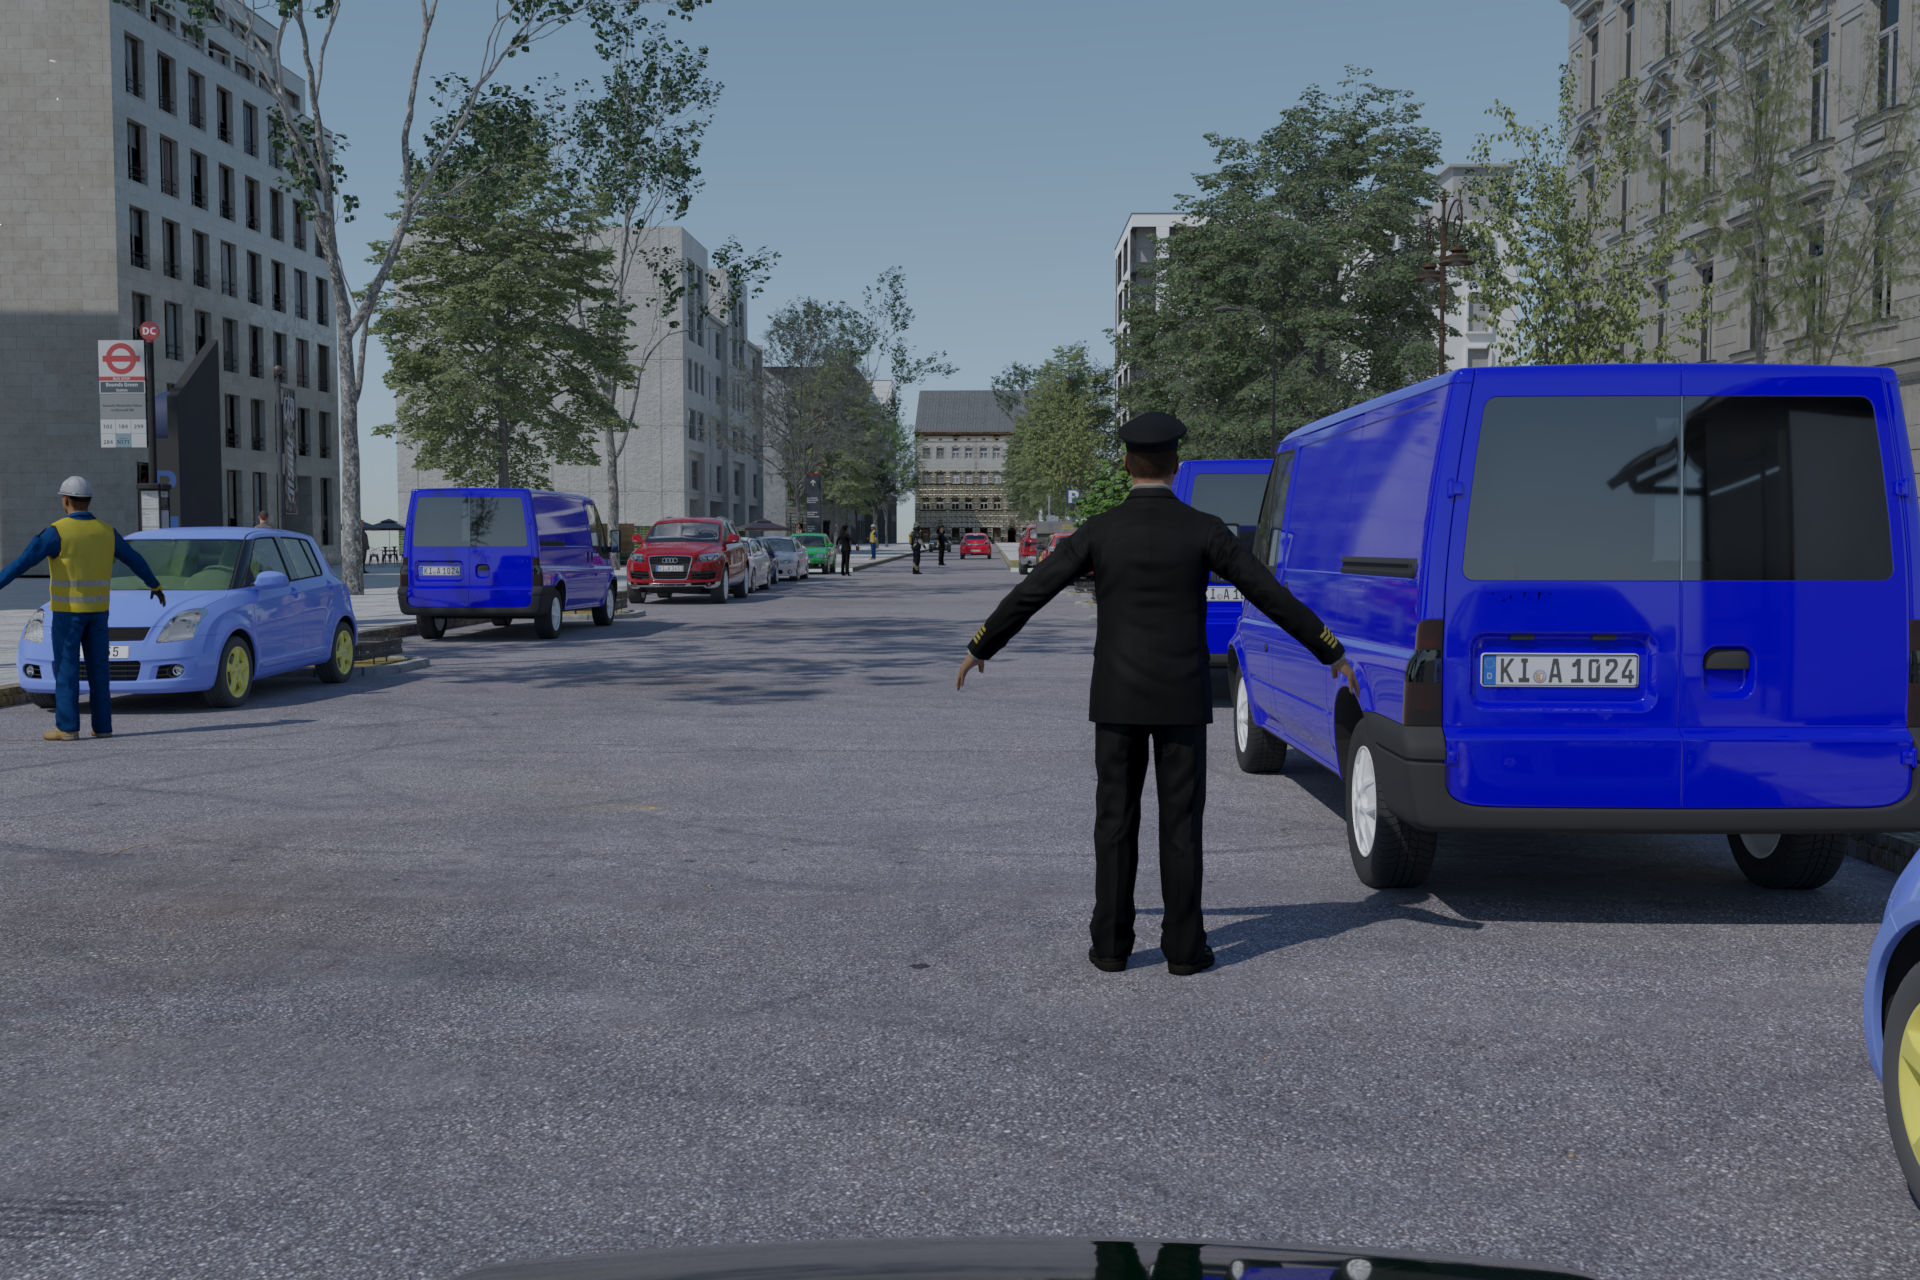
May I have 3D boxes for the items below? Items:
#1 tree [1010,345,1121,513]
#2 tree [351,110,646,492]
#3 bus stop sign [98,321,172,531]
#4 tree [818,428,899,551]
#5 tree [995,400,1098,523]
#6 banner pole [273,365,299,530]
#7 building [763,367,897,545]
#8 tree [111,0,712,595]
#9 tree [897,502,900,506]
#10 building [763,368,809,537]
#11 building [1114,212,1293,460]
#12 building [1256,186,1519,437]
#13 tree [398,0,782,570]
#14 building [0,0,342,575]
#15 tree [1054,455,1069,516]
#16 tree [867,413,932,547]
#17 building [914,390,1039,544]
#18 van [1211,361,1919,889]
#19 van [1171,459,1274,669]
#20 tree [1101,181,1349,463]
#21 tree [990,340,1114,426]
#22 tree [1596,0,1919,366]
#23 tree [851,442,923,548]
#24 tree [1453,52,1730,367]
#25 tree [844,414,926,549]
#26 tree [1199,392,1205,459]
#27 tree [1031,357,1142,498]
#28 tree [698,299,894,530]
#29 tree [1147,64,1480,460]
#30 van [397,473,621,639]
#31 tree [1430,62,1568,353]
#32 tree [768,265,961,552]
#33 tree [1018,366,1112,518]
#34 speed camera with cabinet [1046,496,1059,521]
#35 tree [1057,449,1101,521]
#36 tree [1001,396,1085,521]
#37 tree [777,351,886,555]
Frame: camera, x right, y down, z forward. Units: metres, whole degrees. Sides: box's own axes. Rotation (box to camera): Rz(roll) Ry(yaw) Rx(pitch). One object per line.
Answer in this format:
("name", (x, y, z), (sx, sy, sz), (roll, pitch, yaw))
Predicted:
("tree", (6.454, -11.416, 104.772), (7.486, 12.596, 7.792), (0, 3, 0))
("tree", (-12.310, -7.855, 46.554), (7.486, 12.596, 7.792), (0, 3, 0))
("bus stop sign", (-10.363, -2.024, 21.794), (0.855, 3.939, 0.416), (0, 3, 0))
("tree", (-8.277, -12.226, 134.304), (7.601, 10.594, 8.767), (-2, 4, -32))
("tree", (7.596, -15.236, 155.766), (9.857, 13.997, 8.962), (0, 3, 0))
("banner pole", (-10.121, -2.204, 26.048), (0.401, 3.779, 0.863), (0, 4, 1))
("building", (-23.000, -23.463, 227.587), (27.936, 21.610, 32.646), (0, 4, 1))
("tree", (-11.442, -10.963, 35.141), (12.611, 20.169, 13.585), (0, 3, 0))
("tree", (-10.693, -19.174, 263.859), (4.360, 8.622, 3.978), (0, 3, 0))
("building", (-27.035, -21.904, 189.057), (19.493, 23.208, 18.063), (0, 4, 2))
("building", (25.039, -17.281, 126.519), (27.936, 21.610, 32.646), (0, 4, 1))
("building", (22.467, -14.947, 100.805), (16.016, 20.090, 11.380), (0, 4, 1))
("tree", (-12.589, -12.454, 59.513), (12.611, 20.169, 13.585), (0, 3, 0))
("building", (-29.192, -12.483, 57.984), (10.420, 20.400, 16.860), (0, 4, 1))
("tree", (8.260, -12.028, 147.016), (4.360, 8.622, 3.978), (0, 3, 0))
("tree", (-7.265, -15.831, 169.198), (12.009, 13.543, 11.850), (0, 3, 0))
("building", (2.911, -26.251, 262.596), (18.063, 23.208, 19.493), (0, 4, 3))
("van", (2.586, -0.261, 8.649), (2.240, 2.365, 5.245), (0, 4, 0))
("van", (2.625, -0.743, 16.528), (2.240, 2.365, 5.245), (0, 4, 0))
("tree", (9.828, -9.653, 64.482), (9.857, 13.997, 8.962), (0, 3, 0))
("tree", (9.599, -19.131, 168.687), (12.611, 20.169, 13.585), (0, 3, 0))
("tree", (8.821, -4.216, 19.299), (4.360, 8.622, 3.978), (0, 3, 0))
("tree", (-7.353, -13.526, 155.558), (8.767, 10.594, 7.601), (0, 4, 5))
("tree", (9.697, -4.726, 27.635), (4.737, 8.622, 4.395), (0, 3, 0))
("tree", (-7.035, -13.453, 145.705), (9.928, 11.665, 9.643), (0, 3, 0))
("tree", (11.119, -7.615, 74.869), (4.360, 8.622, 3.978), (0, 3, 0))
("tree", (7.384, -9.553, 90.599), (8.767, 10.594, 7.601), (1, 4, 18))
("tree", (-8.507, -11.061, 91.214), (12.009, 13.543, 11.850), (0, 3, 0))
("tree", (9.639, -8.694, 48.805), (9.857, 13.997, 8.962), (0, 3, 0))
("van", (-6.408, -1.280, 25.317), (2.240, 2.365, 5.245), (0, 4, 1))
("tree", (24.541, -13.040, 69.086), (12.611, 20.169, 13.585), (0, 3, 0))
("tree", (-6.807, -16.274, 121.962), (12.611, 20.169, 13.585), (0, 3, 0))
("tree", (4.740, -7.630, 75.120), (4.737, 8.622, 4.395), (0, 3, 0))
("speed camera with cabinet", (4.553, -5.507, 84.374), (0.660, 3.252, 2.038), (0, 4, 2))
("tree", (7.194, -10.165, 116.558), (4.360, 8.622, 3.978), (0, 3, 0))
("tree", (6.930, -13.444, 137.943), (7.486, 12.596, 7.792), (0, 3, 0))
("tree", (-7.970, -11.573, 107.338), (7.486, 12.596, 7.792), (0, 3, 0))
